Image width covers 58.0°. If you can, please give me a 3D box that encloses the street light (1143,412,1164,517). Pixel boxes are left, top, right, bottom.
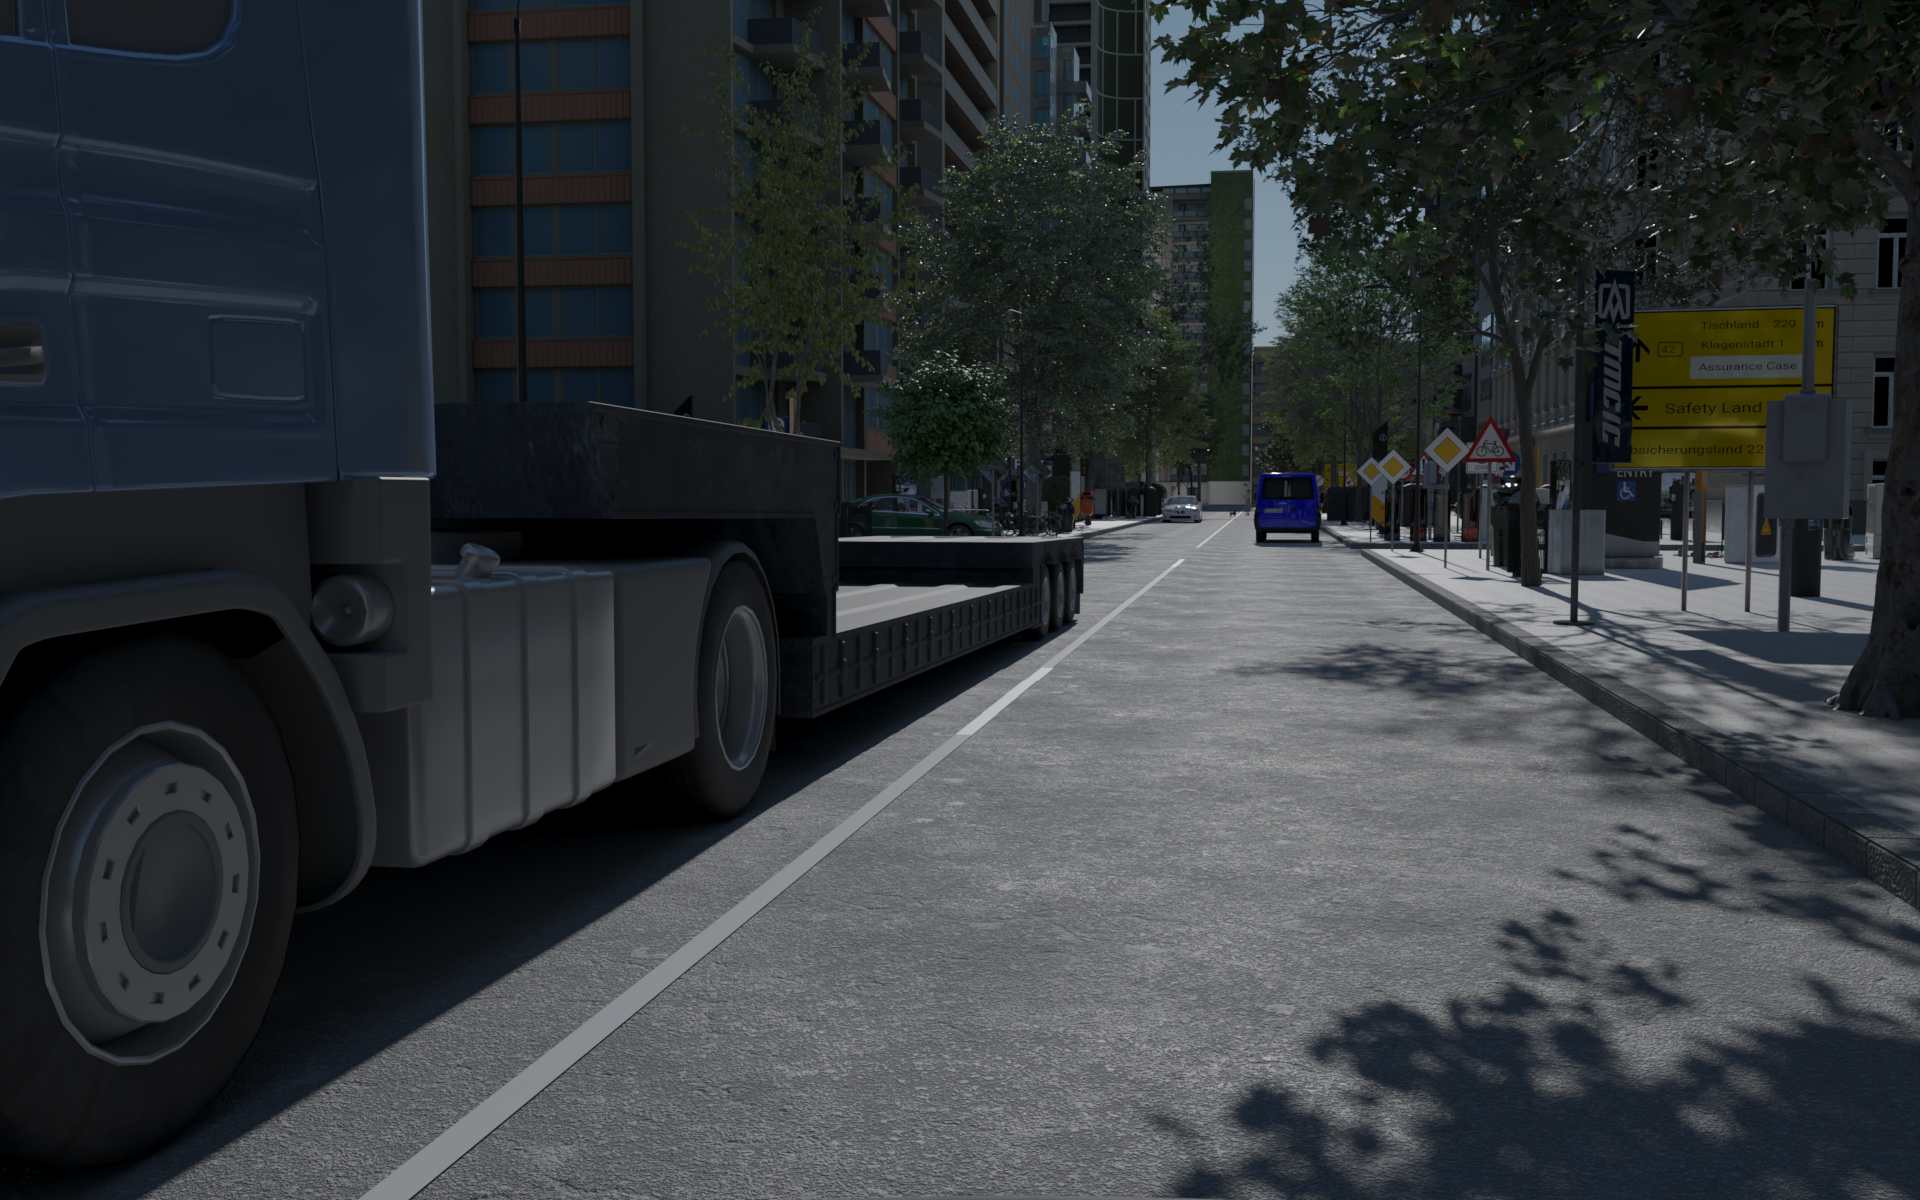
[{"bbox_3d":[11.035,-7.636,97.390,1.470,5.913,1.316,1,4,10],"label":"street light"}]

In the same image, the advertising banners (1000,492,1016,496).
[{"bbox_3d":[3.052,-7.663,121.471,2.074,3.025,0.090,0,4,-5],"label":"advertising banners"}]

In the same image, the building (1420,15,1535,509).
[{"bbox_3d":[49.447,-50.299,135.065,22.319,86.520,31.000,1,4,10],"label":"building"}]

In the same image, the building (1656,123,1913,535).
[{"bbox_3d":[37.676,-15.932,57.749,25.104,27.353,12.463,1,4,10],"label":"building"}]

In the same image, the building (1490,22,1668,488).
[{"bbox_3d":[40.119,-19.453,94.476,17.030,29.872,44.131,1,4,10],"label":"building"}]

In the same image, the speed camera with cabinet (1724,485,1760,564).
[{"bbox_3d":[15.119,-2.319,32.245,2.038,3.252,0.660,-2,4,-32],"label":"speed camera with cabinet"}]

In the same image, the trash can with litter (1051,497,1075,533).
[{"bbox_3d":[3.341,-2.820,57.491,0.624,1.170,1.055,-2,4,-33],"label":"trash can with litter"}]

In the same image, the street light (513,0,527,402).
[{"bbox_3d":[-3.375,-2.616,15.319,1.470,5.913,1.316,1,4,10],"label":"street light"}]

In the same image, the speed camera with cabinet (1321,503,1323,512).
[{"bbox_3d":[26.177,-7.701,120.249,2.038,3.252,0.660,1,4,21],"label":"speed camera with cabinet"}]

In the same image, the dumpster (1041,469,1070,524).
[{"bbox_3d":[3.731,-3.877,65.877,1.502,2.255,1.985,1,4,10],"label":"dumpster"}]

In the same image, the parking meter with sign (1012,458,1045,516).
[{"bbox_3d":[3.513,-5.653,88.693,1.738,3.016,0.543,-3,4,-37],"label":"parking meter with sign"}]

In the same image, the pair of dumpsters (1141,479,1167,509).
[{"bbox_3d":[12.577,-6.719,112.346,1.574,2.255,4.437,1,4,10],"label":"pair of dumpsters"}]

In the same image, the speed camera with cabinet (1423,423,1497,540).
[{"bbox_3d":[13.986,-3.298,48.255,2.038,3.252,0.660,1,4,19],"label":"speed camera with cabinet"}]

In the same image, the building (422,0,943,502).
[{"bbox_3d":[-12.958,-25.710,74.981,22.147,44.769,28.867,1,4,10],"label":"building"}]

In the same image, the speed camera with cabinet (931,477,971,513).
[{"bbox_3d":[-0.483,-5.937,91.404,2.038,3.252,0.660,1,4,18],"label":"speed camera with cabinet"}]

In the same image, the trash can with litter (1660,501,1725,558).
[{"bbox_3d":[15.375,-1.477,35.204,2.233,1.210,1.678,3,4,37],"label":"trash can with litter"}]

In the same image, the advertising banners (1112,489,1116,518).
[{"bbox_3d":[8.518,-6.063,95.320,0.090,3.025,2.074,1,4,10],"label":"advertising banners"}]

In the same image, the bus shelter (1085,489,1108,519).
[{"bbox_3d":[7.196,-5.931,90.895,2.014,3.302,5.546,1,4,10],"label":"bus shelter"}]

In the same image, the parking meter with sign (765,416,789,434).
[{"bbox_3d":[-4.423,-2.561,38.132,0.543,3.016,1.738,1,4,23],"label":"parking meter with sign"}]

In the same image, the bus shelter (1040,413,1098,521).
[{"bbox_3d":[5.034,-6.407,82.386,2.179,5.291,8.768,1,4,10],"label":"bus shelter"}]

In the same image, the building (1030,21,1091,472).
[{"bbox_3d":[-2.170,-34.207,178.888,30.456,49.044,23.786,1,4,10],"label":"building"}]

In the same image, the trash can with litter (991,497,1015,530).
[{"bbox_3d":[1.597,-3.071,61.594,1.055,1.170,0.624,3,5,43],"label":"trash can with litter"}]

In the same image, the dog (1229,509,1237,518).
[{"bbox_3d":[16.533,-5.239,104.952,0.406,0.507,0.540,1,4,19],"label":"dog"}]

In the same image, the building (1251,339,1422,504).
[{"bbox_3d":[52.762,-23.256,225.266,28.899,21.520,27.650,1,4,10],"label":"building"}]

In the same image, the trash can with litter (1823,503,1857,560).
[{"bbox_3d":[17.152,-1.375,33.869,0.624,1.170,1.055,3,4,37],"label":"trash can with litter"}]

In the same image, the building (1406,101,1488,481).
[{"bbox_3d":[55.035,-31.264,165.787,22.147,44.769,28.867,1,4,10],"label":"building"}]

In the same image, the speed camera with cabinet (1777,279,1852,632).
[{"bbox_3d":[8.503,-1.313,15.809,2.038,3.252,0.660,2,4,32],"label":"speed camera with cabinet"}]

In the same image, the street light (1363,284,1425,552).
[{"bbox_3d":[9.606,-4.026,38.361,1.470,5.913,1.316,1,4,10],"label":"street light"}]

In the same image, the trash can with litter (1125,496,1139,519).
[{"bbox_3d":[8.964,-4.842,90.546,0.624,1.170,1.055,1,4,16],"label":"trash can with litter"}]

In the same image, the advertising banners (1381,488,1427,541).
[{"bbox_3d":[12.483,-3.119,47.188,2.074,3.025,0.090,3,4,38],"label":"advertising banners"}]

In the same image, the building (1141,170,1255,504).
[{"bbox_3d":[30.464,-32.927,221.948,14.086,41.232,14.154,1,4,10],"label":"building"}]

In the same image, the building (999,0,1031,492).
[{"bbox_3d":[-2.457,-29.465,131.868,14.600,45.320,14.200,1,4,10],"label":"building"}]

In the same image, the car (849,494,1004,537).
[{"bbox_3d":[-1.300,-2.053,45.370,4.920,1.459,2.131,1,4,10],"label":"car"}]

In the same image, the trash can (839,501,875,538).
[{"bbox_3d":[-2.020,-1.355,33.813,0.748,1.137,0.748,0,3,0],"label":"trash can"}]

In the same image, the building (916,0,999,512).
[{"bbox_3d":[-9.667,-29.619,107.968,21.300,48.544,21.600,1,4,10],"label":"building"}]

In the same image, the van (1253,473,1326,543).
[{"bbox_3d":[9.992,-2.954,52.681,2.240,2.365,5.245,1,4,11],"label":"van"}]

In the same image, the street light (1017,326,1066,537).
[{"bbox_3d":[2.239,-4.614,47.979,1.470,5.913,1.316,1,4,10],"label":"street light"}]

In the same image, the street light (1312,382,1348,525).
[{"bbox_3d":[15.315,-6.047,71.408,1.470,5.913,1.316,1,4,10],"label":"street light"}]

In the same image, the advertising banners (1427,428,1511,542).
[{"bbox_3d":[13.607,-3.059,46.195,2.074,3.025,0.090,0,4,3],"label":"advertising banners"}]

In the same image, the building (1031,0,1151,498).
[{"bbox_3d":[14.006,-48.278,227.604,20.611,71.187,20.563,1,4,10],"label":"building"}]

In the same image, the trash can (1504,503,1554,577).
[{"bbox_3d":[8.822,-0.932,26.898,0.748,1.137,0.748,0,3,0],"label":"trash can"}]

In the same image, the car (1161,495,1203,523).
[{"bbox_3d":[11.257,-4.601,87.580,2.083,1.381,4.827,1,4,10],"label":"car"}]
